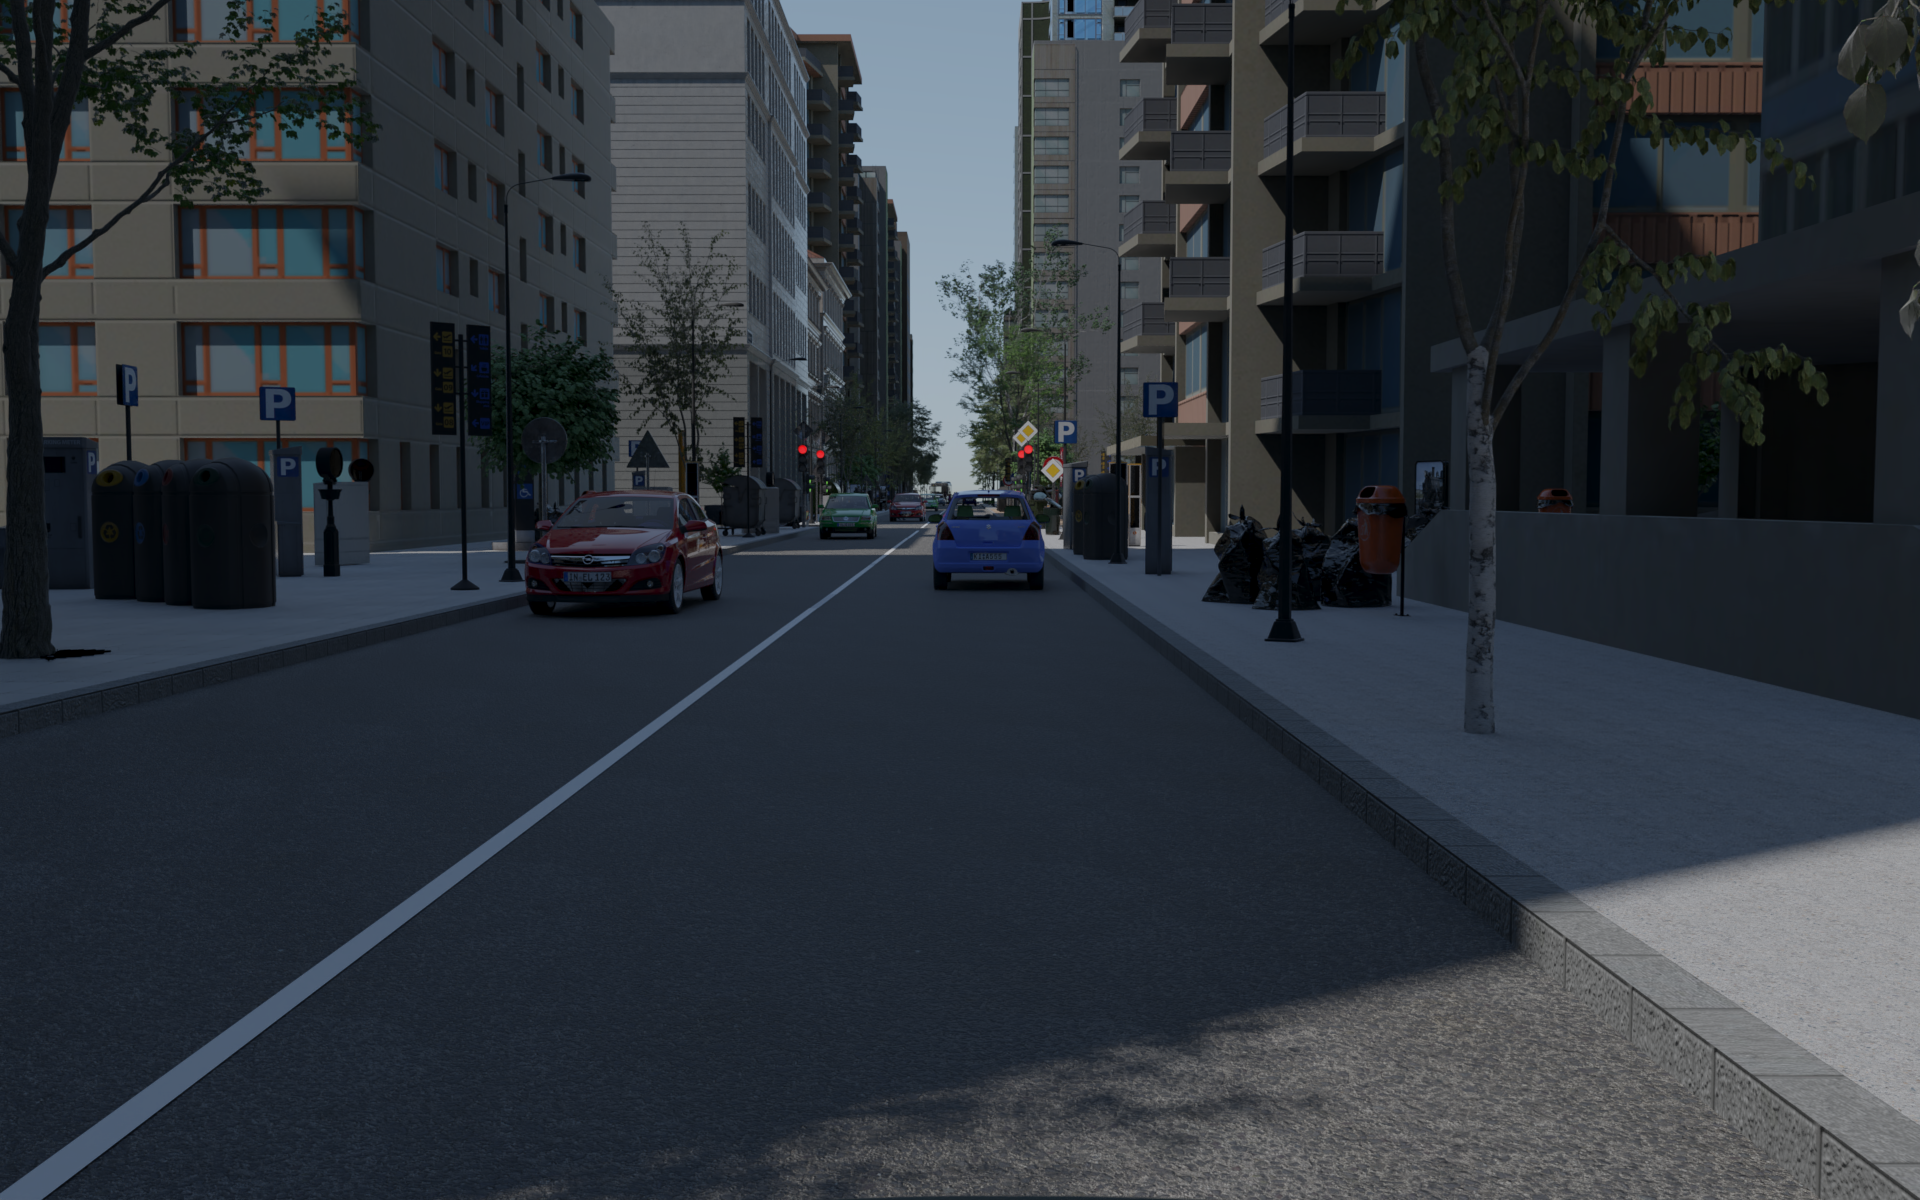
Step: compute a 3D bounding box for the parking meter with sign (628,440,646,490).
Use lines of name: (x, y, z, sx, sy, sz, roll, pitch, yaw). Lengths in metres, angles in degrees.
parking meter with sign: (-10.271, -3.608, 55.252, 0.543, 3.016, 1.738, -1, 4, -12)

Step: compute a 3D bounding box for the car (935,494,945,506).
car: (-2.714, -12.030, 208.695, 2.014, 1.417, 4.499, 0, 4, -1)

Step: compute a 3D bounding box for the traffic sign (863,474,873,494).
traffic sign: (-6.022, -6.827, 111.626, 0.884, 2.594, 0.081, 0, 4, 7)

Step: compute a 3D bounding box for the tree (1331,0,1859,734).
tree: (2.788, -3.576, 8.833, 4.737, 8.622, 4.395, 0, 3, 0)

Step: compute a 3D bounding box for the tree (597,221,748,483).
tree: (-7.420, -5.850, 46.006, 4.360, 8.622, 3.978, 0, 3, 0)

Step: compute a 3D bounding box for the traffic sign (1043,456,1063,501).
traffic sign: (3.156, -3.547, 58.095, 0.768, 2.556, 0.104, 1, 4, 9)

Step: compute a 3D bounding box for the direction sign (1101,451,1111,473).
direction sign: (7.645, -6.037, 90.707, 0.379, 3.537, 0.876, -2, 4, -31)

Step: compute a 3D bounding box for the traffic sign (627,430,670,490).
traffic sign: (-6.351, -2.157, 35.267, 0.884, 2.594, 0.081, 0, 4, 2)

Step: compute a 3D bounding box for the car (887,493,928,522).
car: (-2.748, -5.023, 91.174, 2.155, 1.783, 4.494, 0, 4, 1)

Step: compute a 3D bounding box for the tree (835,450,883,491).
tree: (-7.062, -8.401, 121.062, 4.285, 4.588, 4.351, 0, 3, 0)

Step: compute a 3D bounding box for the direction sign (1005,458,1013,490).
direction sign: (3.265, -7.129, 108.548, 0.876, 3.537, 0.379, 1, 4, 8)

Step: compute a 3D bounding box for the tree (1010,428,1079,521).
tree: (4.224, -6.109, 83.603, 4.285, 4.588, 4.351, 0, 3, 0)

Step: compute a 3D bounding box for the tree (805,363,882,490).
tree: (-6.683, -8.964, 96.918, 4.360, 8.622, 3.978, 0, 3, 0)

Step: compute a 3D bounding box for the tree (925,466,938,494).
tree: (-5.803, -21.264, 298.026, 4.737, 8.622, 4.395, 0, 3, 0)

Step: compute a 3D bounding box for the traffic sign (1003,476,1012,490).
traffic sign: (3.153, -6.839, 111.917, 0.768, 2.556, 0.104, 1, 4, 10)

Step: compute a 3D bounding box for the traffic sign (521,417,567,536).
traffic sign: (-6.915, -1.756, 28.815, 0.768, 2.556, 0.104, 0, 4, 2)

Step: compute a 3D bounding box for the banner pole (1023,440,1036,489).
banner pole: (3.249, -5.530, 80.427, 0.863, 3.779, 0.401, -1, 4, -19)

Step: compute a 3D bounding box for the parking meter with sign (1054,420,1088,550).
parking meter with sign: (2.661, -2.690, 40.242, 0.543, 3.016, 1.738, -1, 4, -11)

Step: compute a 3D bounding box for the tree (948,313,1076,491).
tree: (3.154, -10.644, 99.782, 9.928, 11.665, 9.643, 0, 3, 0)

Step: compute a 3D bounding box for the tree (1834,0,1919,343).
tree: (2.710, -3.180, 2.358, 4.360, 8.622, 3.978, 0, 3, 0)

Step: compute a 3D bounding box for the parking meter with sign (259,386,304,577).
parking meter with sign: (-10.726, -1.911, 27.499, 0.543, 3.016, 1.738, -2, 4, -27)

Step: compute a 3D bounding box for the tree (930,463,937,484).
tree: (-5.746, -14.789, 192.166, 4.360, 8.622, 3.978, 0, 3, 0)

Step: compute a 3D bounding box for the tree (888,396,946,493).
tree: (-6.907, -19.455, 224.744, 9.857, 13.997, 8.962, 0, 3, 0)

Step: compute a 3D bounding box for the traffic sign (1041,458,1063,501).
traffic sign: (2.997, -3.344, 55.861, 0.795, 2.450, 0.064, 0, 4, 3)

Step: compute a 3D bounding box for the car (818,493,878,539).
car: (-3.626, -2.915, 56.452, 1.959, 1.807, 4.718, 0, 4, -1)

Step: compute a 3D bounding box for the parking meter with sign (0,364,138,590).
parking meter with sign: (-12.081, -1.660, 23.407, 1.738, 3.016, 0.543, 0, 4, -6)

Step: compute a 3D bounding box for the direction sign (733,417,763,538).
direction sign: (-6.238, -3.609, 51.004, 0.876, 3.537, 0.379, -1, 4, -22)

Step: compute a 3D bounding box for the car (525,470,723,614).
car: (-4.195, -0.794, 22.022, 2.155, 1.783, 4.494, 0, 4, 2)

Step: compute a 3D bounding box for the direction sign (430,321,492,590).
direction sign: (-6.637, -1.903, 23.115, 0.379, 3.537, 0.876, 3, 5, 44)

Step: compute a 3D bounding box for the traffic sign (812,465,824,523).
traffic sign: (-6.331, -4.681, 76.537, 0.884, 2.594, 0.081, 0, 4, 3)

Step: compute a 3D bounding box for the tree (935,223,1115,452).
tree: (4.459, -16.272, 121.934, 12.611, 20.169, 13.585, 0, 3, 0)

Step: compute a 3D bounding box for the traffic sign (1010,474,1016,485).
traffic sign: (3.132, -5.794, 94.840, 0.768, 2.556, 0.104, 1, 4, 9)

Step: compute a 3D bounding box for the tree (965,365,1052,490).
tree: (4.309, -14.195, 150.221, 7.486, 12.596, 7.792, 0, 3, 0)

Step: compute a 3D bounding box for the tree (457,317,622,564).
tree: (-7.817, -2.983, 32.491, 4.285, 4.588, 4.351, 0, 3, 0)

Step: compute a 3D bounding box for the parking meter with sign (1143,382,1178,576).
parking meter with sign: (3.223, -1.933, 27.864, 0.543, 3.016, 1.738, 0, 4, 7)

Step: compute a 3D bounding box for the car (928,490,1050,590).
car: (0.454, -1.079, 27.239, 1.945, 1.707, 3.694, 0, 4, 1)

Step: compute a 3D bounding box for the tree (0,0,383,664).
tree: (-7.189, -5.353, 13.283, 9.928, 11.665, 9.643, 0, 3, 0)

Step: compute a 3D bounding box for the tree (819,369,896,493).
tree: (-6.667, -9.312, 102.620, 4.737, 8.622, 4.395, 0, 3, 0)

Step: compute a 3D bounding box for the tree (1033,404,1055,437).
tree: (7.424, -11.317, 135.389, 4.360, 8.622, 3.978, 0, 3, 0)

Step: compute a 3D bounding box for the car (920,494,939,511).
car: (-2.712, -8.279, 144.160, 1.959, 1.807, 4.718, 0, 4, 0)

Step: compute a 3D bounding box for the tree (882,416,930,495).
tree: (-5.963, -13.039, 163.554, 4.360, 8.622, 3.978, 0, 3, 0)

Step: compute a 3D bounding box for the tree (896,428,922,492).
tree: (-6.267, -11.512, 138.581, 4.737, 8.622, 4.395, 0, 3, 0)
